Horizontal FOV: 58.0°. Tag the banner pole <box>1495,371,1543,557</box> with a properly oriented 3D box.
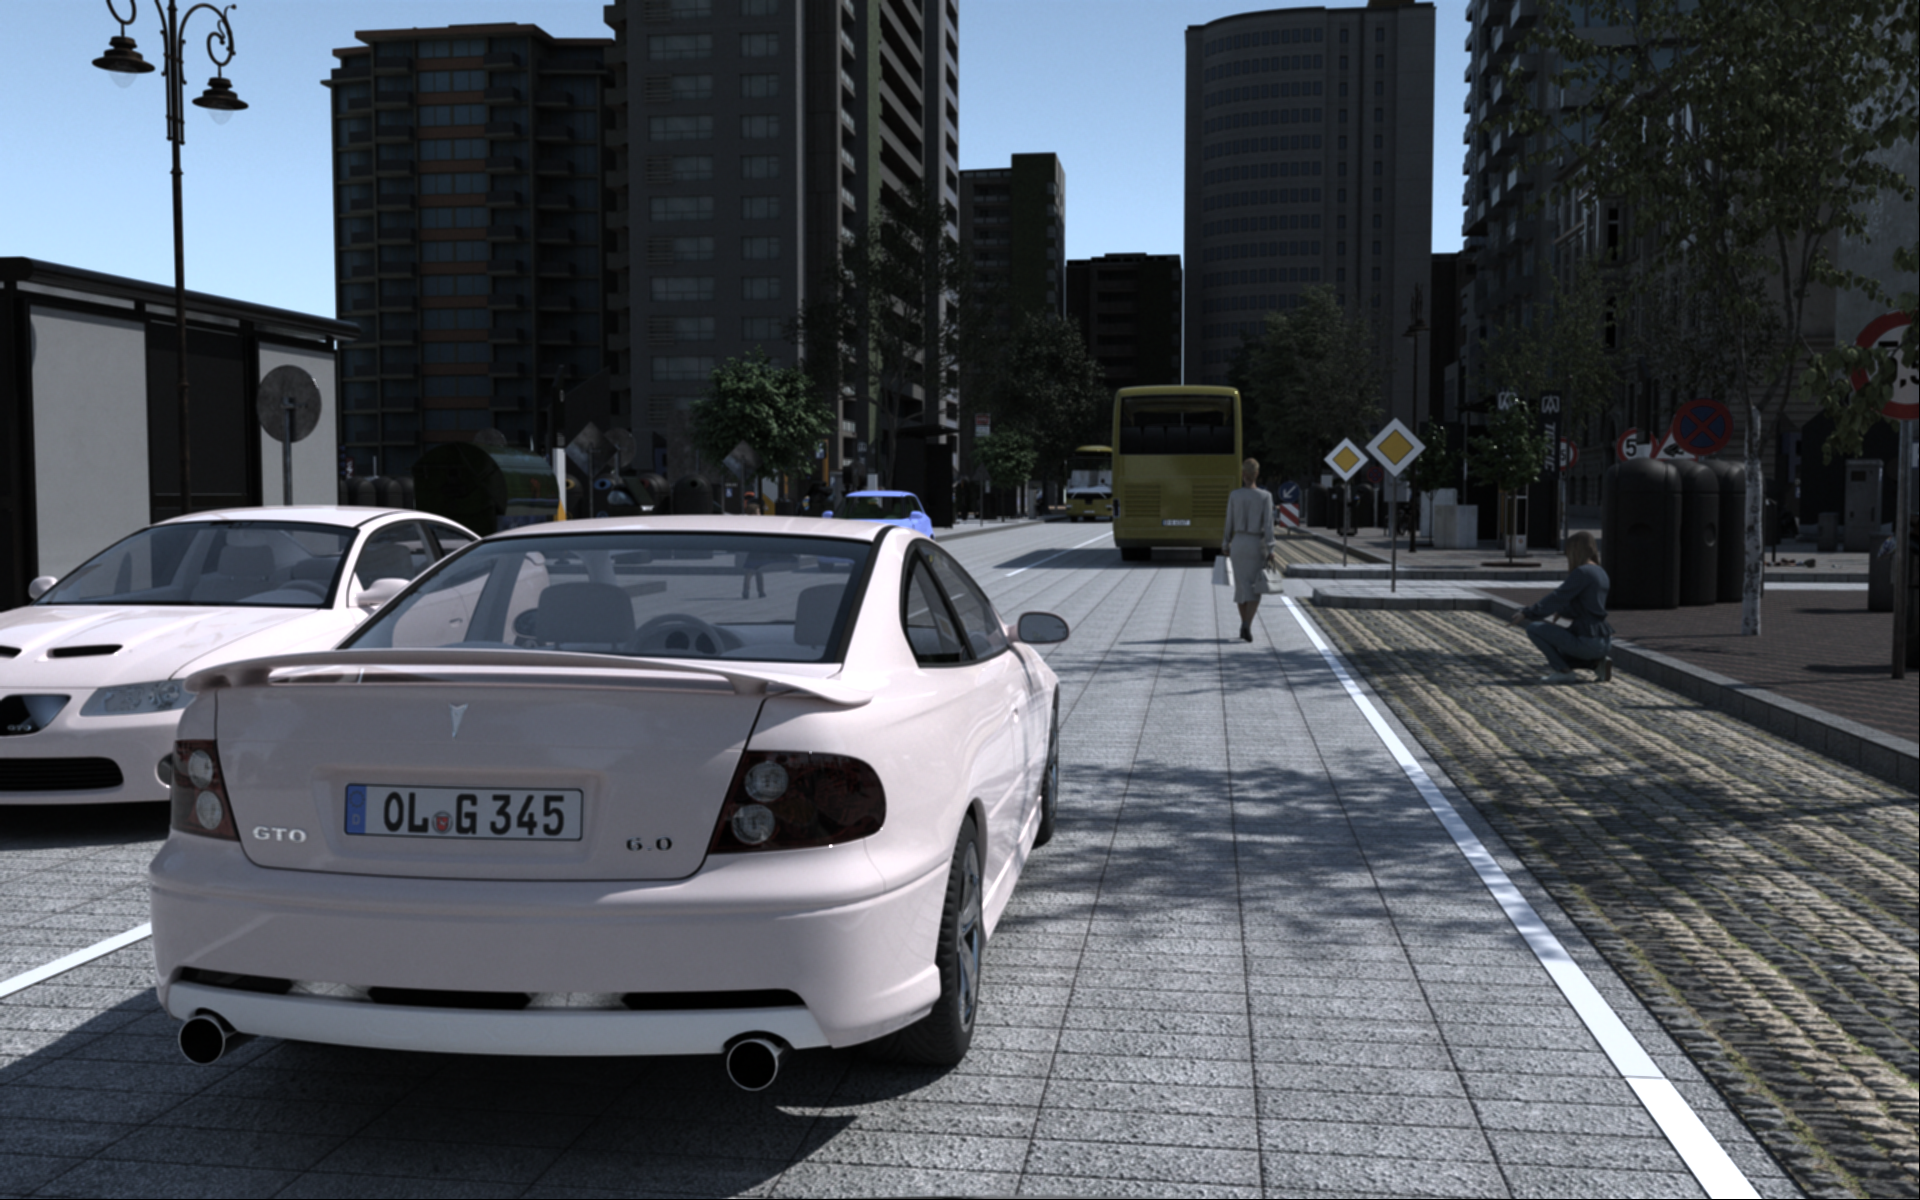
[{"bbox_3d":[11.331,-2.777,35.415,0.863,3.779,0.401,0,4,-1],"label":"banner pole"}]

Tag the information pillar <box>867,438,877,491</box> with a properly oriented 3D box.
[{"bbox_3d":[-3.627,-4.931,71.970,0.504,3.616,0.183,3,5,39],"label":"information pillar"}]

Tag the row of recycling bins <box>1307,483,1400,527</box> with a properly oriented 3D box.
[{"bbox_3d":[15.276,-3.681,67.303,3.534,1.692,1.069,1,4,16],"label":"row of recycling bins"}]

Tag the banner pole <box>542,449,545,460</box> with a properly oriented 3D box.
[{"bbox_3d":[-23.186,-6.521,96.627,0.401,3.779,0.863,0,4,4],"label":"banner pole"}]

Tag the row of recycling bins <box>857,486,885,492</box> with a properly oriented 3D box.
[{"bbox_3d":[-4.387,-4.772,85.138,1.069,1.692,3.534,1,4,13],"label":"row of recycling bins"}]

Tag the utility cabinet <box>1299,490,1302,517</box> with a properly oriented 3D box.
[{"bbox_3d":[19.599,-5.441,97.638,1.173,1.500,0.318,-3,5,-40],"label":"utility cabinet"}]

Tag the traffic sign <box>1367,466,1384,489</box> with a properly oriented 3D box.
[{"bbox_3d":[19.117,-4.873,79.771,0.768,2.556,0.104,1,4,13],"label":"traffic sign"}]

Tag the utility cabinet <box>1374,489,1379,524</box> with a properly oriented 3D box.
[{"bbox_3d":[18.233,-3.995,74.002,1.173,1.500,0.318,-1,4,-23],"label":"utility cabinet"}]

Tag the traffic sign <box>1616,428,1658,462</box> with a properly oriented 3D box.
[{"bbox_3d":[12.964,-2.026,33.231,0.768,2.556,0.104,1,4,11],"label":"traffic sign"}]

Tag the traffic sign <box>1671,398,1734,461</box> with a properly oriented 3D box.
[{"bbox_3d":[9.826,-1.399,22.986,0.768,2.556,0.104,1,4,17],"label":"traffic sign"}]

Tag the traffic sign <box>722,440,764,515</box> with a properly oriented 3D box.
[{"bbox_3d":[-4.007,-1.734,31.998,0.795,2.450,0.064,0,4,8],"label":"traffic sign"}]

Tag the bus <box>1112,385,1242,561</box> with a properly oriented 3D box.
[{"bbox_3d":[5.009,-2.956,39.882,2.896,3.916,12.252,0,4,7],"label":"bus"}]

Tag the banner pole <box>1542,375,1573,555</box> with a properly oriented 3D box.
[{"bbox_3d":[12.683,-2.861,36.798,0.863,3.779,0.401,3,4,38],"label":"banner pole"}]

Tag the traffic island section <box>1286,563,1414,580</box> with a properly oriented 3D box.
[{"bbox_3d":[6.801,-0.504,30.524,2.009,0.180,2.903,0,4,8],"label":"traffic island section"}]

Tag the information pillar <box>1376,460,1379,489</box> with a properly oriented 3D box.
[{"bbox_3d":[19.296,-5.428,80.103,0.183,3.616,0.504,0,4,3],"label":"information pillar"}]

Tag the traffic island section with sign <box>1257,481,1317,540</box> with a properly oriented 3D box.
[{"bbox_3d":[10.288,-2.829,54.876,1.989,1.847,2.006,0,4,8],"label":"traffic island section with sign"}]

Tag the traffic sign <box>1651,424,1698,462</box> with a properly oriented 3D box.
[{"bbox_3d":[12.185,-1.808,29.560,0.884,2.594,0.081,1,4,8],"label":"traffic sign"}]

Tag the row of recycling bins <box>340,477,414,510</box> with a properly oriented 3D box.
[{"bbox_3d":[-14.174,-2.108,41.579,1.069,1.692,3.534,1,4,21],"label":"row of recycling bins"}]

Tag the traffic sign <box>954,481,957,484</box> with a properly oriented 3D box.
[{"bbox_3d":[-0.484,-5.755,94.202,0.768,2.556,0.104,1,4,9],"label":"traffic sign"}]

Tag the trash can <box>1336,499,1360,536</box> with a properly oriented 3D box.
[{"bbox_3d":[11.818,-2.519,52.837,0.748,1.137,0.748,0,3,0],"label":"trash can"}]

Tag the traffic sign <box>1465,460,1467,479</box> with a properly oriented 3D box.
[{"bbox_3d":[15.101,-2.978,50.824,0.606,2.300,0.079,1,4,15],"label":"traffic sign"}]

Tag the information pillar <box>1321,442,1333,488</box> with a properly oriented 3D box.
[{"bbox_3d":[15.817,-5.095,74.652,0.504,3.616,0.183,1,4,22],"label":"information pillar"}]

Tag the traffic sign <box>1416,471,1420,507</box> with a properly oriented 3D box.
[{"bbox_3d":[18.334,-4.234,69.227,0.884,2.594,0.081,1,4,9],"label":"traffic sign"}]

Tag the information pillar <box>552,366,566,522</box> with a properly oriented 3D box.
[{"bbox_3d":[-7.288,-2.456,31.506,0.183,3.616,0.504,0,4,5],"label":"information pillar"}]

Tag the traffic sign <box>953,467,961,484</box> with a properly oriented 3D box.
[{"bbox_3d":[-0.329,-4.167,69.318,0.795,2.450,0.064,1,4,17],"label":"traffic sign"}]

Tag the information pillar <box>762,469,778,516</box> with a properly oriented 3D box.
[{"bbox_3d":[-5.735,-3.736,52.445,0.504,3.616,0.183,-1,4,-18],"label":"information pillar"}]

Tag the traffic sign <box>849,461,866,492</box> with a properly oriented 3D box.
[{"bbox_3d":[-3.983,-4.062,66.519,0.768,2.556,0.104,1,4,16],"label":"traffic sign"}]

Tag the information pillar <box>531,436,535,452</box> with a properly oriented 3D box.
[{"bbox_3d":[-17.070,-4.769,69.329,0.183,3.616,0.504,-1,4,-23],"label":"information pillar"}]

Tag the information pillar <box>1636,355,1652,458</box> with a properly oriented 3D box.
[{"bbox_3d":[11.454,-2.307,29.075,0.183,3.616,0.504,0,4,4],"label":"information pillar"}]

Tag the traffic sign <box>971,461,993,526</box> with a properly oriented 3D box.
[{"bbox_3d":[0.857,-4.203,68.719,0.884,2.594,0.081,1,4,14],"label":"traffic sign"}]

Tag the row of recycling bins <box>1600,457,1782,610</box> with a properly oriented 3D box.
[{"bbox_3d":[8.649,-0.819,20.511,1.069,1.692,3.534,3,5,43],"label":"row of recycling bins"}]

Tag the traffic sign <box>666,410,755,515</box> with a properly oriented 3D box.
[{"bbox_3d":[-6.000,-2.920,41.619,2.265,3.308,0.079,1,4,15],"label":"traffic sign"}]

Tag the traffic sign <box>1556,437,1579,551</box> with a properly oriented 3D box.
[{"bbox_3d":[13.402,-2.362,38.726,0.768,2.556,0.104,1,4,11],"label":"traffic sign"}]

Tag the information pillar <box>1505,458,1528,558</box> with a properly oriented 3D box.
[{"bbox_3d":[11.203,-1.857,34.849,0.304,2.012,0.304,-1,4,-20],"label":"information pillar"}]

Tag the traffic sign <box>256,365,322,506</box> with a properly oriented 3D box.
[{"bbox_3d":[-6.646,-1.041,17.125,0.768,2.556,0.104,1,4,18],"label":"traffic sign"}]

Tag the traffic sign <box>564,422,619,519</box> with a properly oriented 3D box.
[{"bbox_3d":[-5.131,-1.251,24.093,0.795,2.450,0.064,0,4,8],"label":"traffic sign"}]

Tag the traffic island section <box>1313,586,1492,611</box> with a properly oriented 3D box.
[{"bbox_3d":[5.677,-0.021,22.619,2.009,0.180,2.903,0,4,8],"label":"traffic island section"}]

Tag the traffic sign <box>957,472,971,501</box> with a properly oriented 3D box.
[{"bbox_3d":[0.190,-5.457,90.405,0.795,2.450,0.064,1,4,12],"label":"traffic sign"}]

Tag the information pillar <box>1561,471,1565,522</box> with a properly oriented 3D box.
[{"bbox_3d":[27.991,-5.441,80.309,0.183,3.616,0.504,2,4,25],"label":"information pillar"}]

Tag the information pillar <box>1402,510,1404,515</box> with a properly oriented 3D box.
[{"bbox_3d":[26.302,-5.987,102.386,0.304,2.012,0.304,-1,4,-14],"label":"information pillar"}]

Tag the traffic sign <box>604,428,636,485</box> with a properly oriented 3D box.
[{"bbox_3d":[-6.612,-2.036,33.401,0.768,2.556,0.104,1,4,14],"label":"traffic sign"}]

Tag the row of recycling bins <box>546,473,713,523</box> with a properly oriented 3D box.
[{"bbox_3d":[-6.621,-1.677,34.534,3.534,1.692,1.069,1,4,10],"label":"row of recycling bins"}]

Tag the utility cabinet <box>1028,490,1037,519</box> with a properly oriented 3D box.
[{"bbox_3d":[3.694,-4.849,87.966,0.318,1.500,1.173,1,4,9],"label":"utility cabinet"}]

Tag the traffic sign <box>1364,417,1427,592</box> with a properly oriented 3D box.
[{"bbox_3d":[5.652,-1.156,22.545,0.795,2.450,0.064,0,4,8],"label":"traffic sign"}]

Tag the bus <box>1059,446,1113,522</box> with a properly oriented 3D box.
[{"bbox_3d":[7.392,-6.106,91.377,2.896,3.916,12.252,1,4,10],"label":"bus"}]

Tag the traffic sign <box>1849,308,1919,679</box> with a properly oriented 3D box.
[{"bbox_3d":[6.520,-0.725,11.960,0.768,2.556,0.104,1,4,18],"label":"traffic sign"}]

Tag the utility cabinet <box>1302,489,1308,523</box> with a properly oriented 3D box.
[{"bbox_3d":[15.235,-4.068,75.199,0.318,1.500,1.173,0,4,0],"label":"utility cabinet"}]

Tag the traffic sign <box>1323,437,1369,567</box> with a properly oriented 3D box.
[{"bbox_3d":[6.776,-1.640,30.451,0.795,2.450,0.064,0,4,8],"label":"traffic sign"}]

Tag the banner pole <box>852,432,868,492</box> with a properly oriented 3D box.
[{"bbox_3d":[-4.085,-4.890,69.966,0.863,3.779,0.401,2,4,28],"label":"banner pole"}]
